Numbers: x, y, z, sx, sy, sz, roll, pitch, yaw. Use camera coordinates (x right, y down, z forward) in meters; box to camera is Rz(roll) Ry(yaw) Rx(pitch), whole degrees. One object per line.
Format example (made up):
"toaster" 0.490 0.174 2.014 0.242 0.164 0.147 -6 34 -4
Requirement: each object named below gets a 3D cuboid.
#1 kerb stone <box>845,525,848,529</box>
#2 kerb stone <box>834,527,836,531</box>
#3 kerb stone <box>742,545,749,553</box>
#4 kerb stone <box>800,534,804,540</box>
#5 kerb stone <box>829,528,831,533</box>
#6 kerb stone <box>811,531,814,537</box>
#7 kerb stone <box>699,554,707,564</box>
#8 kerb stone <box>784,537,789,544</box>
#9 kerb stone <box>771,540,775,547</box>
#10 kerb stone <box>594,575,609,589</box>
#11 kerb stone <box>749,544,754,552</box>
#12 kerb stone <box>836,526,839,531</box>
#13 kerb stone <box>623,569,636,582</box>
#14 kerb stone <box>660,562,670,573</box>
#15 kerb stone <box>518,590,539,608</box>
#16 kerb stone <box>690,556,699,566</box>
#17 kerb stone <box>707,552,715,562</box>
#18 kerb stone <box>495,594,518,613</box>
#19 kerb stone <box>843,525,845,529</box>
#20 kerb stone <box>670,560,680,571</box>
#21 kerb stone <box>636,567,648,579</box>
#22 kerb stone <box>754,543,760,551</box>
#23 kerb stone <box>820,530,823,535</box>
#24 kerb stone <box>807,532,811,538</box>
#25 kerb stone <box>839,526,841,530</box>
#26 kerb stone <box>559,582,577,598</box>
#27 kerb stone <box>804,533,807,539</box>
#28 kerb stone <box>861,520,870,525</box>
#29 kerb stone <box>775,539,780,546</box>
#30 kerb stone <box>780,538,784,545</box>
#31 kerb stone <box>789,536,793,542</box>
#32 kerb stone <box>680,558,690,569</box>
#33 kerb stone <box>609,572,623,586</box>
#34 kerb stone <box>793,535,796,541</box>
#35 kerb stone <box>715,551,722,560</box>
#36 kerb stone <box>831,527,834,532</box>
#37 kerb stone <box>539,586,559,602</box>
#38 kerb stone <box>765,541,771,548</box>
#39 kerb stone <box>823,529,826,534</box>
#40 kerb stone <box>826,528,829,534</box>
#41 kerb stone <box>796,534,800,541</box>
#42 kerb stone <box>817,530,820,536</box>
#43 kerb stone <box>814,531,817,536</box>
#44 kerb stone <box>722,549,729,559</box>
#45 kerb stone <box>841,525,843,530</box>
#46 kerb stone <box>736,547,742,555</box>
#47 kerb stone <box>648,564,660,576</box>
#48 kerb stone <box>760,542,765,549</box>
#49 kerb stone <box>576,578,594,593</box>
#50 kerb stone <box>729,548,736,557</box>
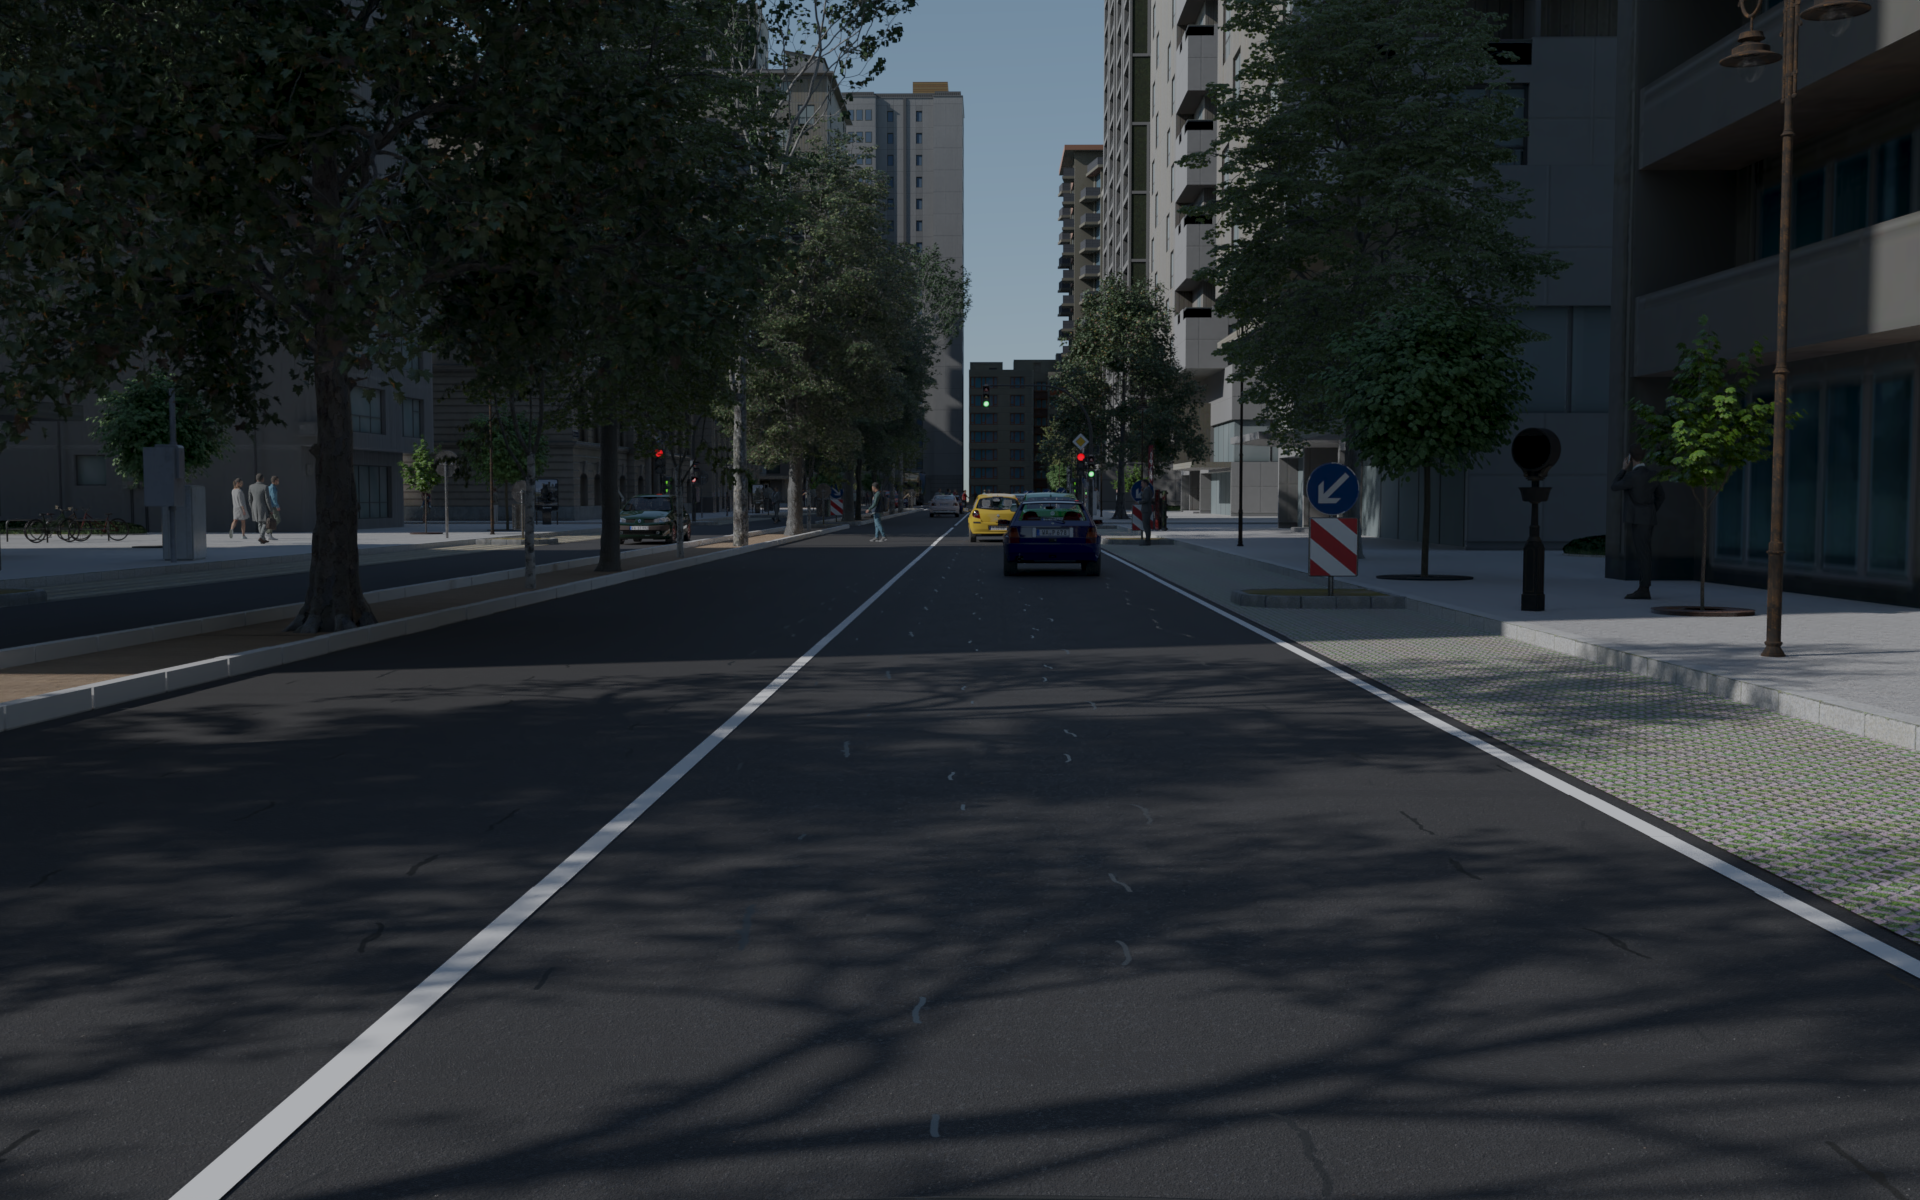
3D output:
"kerb stone" -4.770 -2.941 70.409 0.120 0.150 1.000 0 4 1
"kerb stone" -4.864 -2.635 65.289 0.120 0.150 1.000 0 4 1
"kerb stone" -5.280 -1.193 41.718 0.120 0.150 1.000 0 4 1
"kerb stone" -5.065 -1.943 54.021 0.120 0.150 1.000 0 4 1
"kerb stone" -4.902 -2.511 63.245 0.120 0.150 1.000 0 4 1
"kerb stone" -5.011 -2.131 57.093 0.120 0.150 1.000 0 4 1
"kerb stone" -5.387 -0.818 35.565 0.120 0.150 1.000 0 4 1
"kerb stone" -5.130 -1.694 49.932 0.120 0.150 1.000 0 4 1
"kerb stone" -5.188 -1.505 46.846 0.120 0.150 1.000 0 4 1
"kerb stone" -5.547 -0.254 26.349 0.120 0.150 1.000 0 4 1
"kerb stone" -5.269 -1.257 42.740 0.120 0.150 1.000 0 4 1
"kerb stone" -4.844 -2.698 66.313 0.120 0.150 1.000 0 4 1
"kerb stone" -5.523 -0.378 28.392 0.120 0.150 1.000 0 4 1
"kerb stone" -5.463 -0.566 31.458 0.120 0.150 1.000 0 4 1
"kerb stone" -5.626 -0.003 22.246 0.120 0.150 1.000 0 4 1
"kerb stone" -5.409 -0.754 34.529 0.120 0.150 1.000 0 4 1
"kerb stone" -5.369 -0.878 36.588 0.120 0.150 1.000 0 4 1
"kerb stone" -5.649 0.059 21.224 0.120 0.150 1.000 0 4 1
"kerb stone" -4.796 -2.886 69.382 0.120 0.150 1.000 0 4 1
"kerb stone" -5.445 -0.629 32.481 0.120 0.150 1.000 0 4 1
"kerb stone" -5.500 -0.441 29.414 0.120 0.150 1.000 0 4 1
"kerb stone" -5.248 -1.319 43.764 0.120 0.150 1.000 0 4 1
"kerb stone" -4.955 -2.322 60.166 0.120 0.150 1.000 0 4 1
"kerb stone" -5.029 -2.072 56.071 0.120 0.150 1.000 0 4 1
"kerb stone" -4.824 -2.761 67.338 0.120 0.150 1.000 0 4 1
"kerb stone" -5.585 -0.124 24.293 0.120 0.150 1.000 0 4 1
"kerb stone" -5.047 -2.009 55.042 0.120 0.150 1.000 0 4 1
"kerb stone" -4.550 -3.736 83.282 0.120 0.150 1.000 0 4 1
"kerb stone" -5.171 -1.568 47.880 0.120 0.150 1.000 0 4 1
"kerb stone" -5.150 -1.633 48.905 0.120 0.150 1.000 0 4 1
"kerb stone" -5.113 -1.759 50.955 0.120 0.150 1.000 0 4 1
"kerb stone" -5.429 -0.690 33.505 0.120 0.150 1.000 0 4 1
"kerb stone" -5.529 -0.316 27.370 0.120 0.150 1.000 0 4 1
"kerb stone" -5.101 -1.822 51.977 0.120 0.150 1.000 0 4 1
"kerb stone" -5.358 -0.943 37.609 0.120 0.150 1.000 0 4 1
"kerb stone" -4.878 -2.573 64.267 0.120 0.150 1.000 0 4 1
"kerb stone" -5.613 -0.058 23.268 0.120 0.150 1.000 0 4 1
"kerb stone" -5.205 -1.444 45.824 0.120 0.150 1.000 0 4 1
"kerb stone" -4.927 -2.384 61.188 0.120 0.150 1.000 0 4 1
"kerb stone" -4.919 -2.441 62.217 0.120 0.150 1.000 0 4 1
"kerb stone" -5.081 -1.884 52.999 0.120 0.150 1.000 0 4 1
"kerb stone" -4.971 -2.260 59.144 0.120 0.150 1.000 0 4 1
"kerb stone" -4.991 -2.196 58.115 0.120 0.150 1.000 0 4 1
"kerb stone" -5.335 -1.005 38.631 0.120 0.150 1.000 0 4 1
"kerb stone" -4.811 -2.824 68.360 0.120 0.150 1.000 0 4 1
"kerb stone" -5.301 -1.128 40.682 0.120 0.150 1.000 0 4 1
"kerb stone" -5.475 -0.504 30.436 0.120 0.150 1.000 0 4 1
"kerb stone" -5.229 -1.382 44.796 0.120 0.150 1.000 0 4 1
"kerb stone" -5.568 -0.191 25.322 0.120 0.150 1.000 0 4 1
"kerb stone" -5.319 -1.068 39.653 0.120 0.150 1.000 0 4 1
